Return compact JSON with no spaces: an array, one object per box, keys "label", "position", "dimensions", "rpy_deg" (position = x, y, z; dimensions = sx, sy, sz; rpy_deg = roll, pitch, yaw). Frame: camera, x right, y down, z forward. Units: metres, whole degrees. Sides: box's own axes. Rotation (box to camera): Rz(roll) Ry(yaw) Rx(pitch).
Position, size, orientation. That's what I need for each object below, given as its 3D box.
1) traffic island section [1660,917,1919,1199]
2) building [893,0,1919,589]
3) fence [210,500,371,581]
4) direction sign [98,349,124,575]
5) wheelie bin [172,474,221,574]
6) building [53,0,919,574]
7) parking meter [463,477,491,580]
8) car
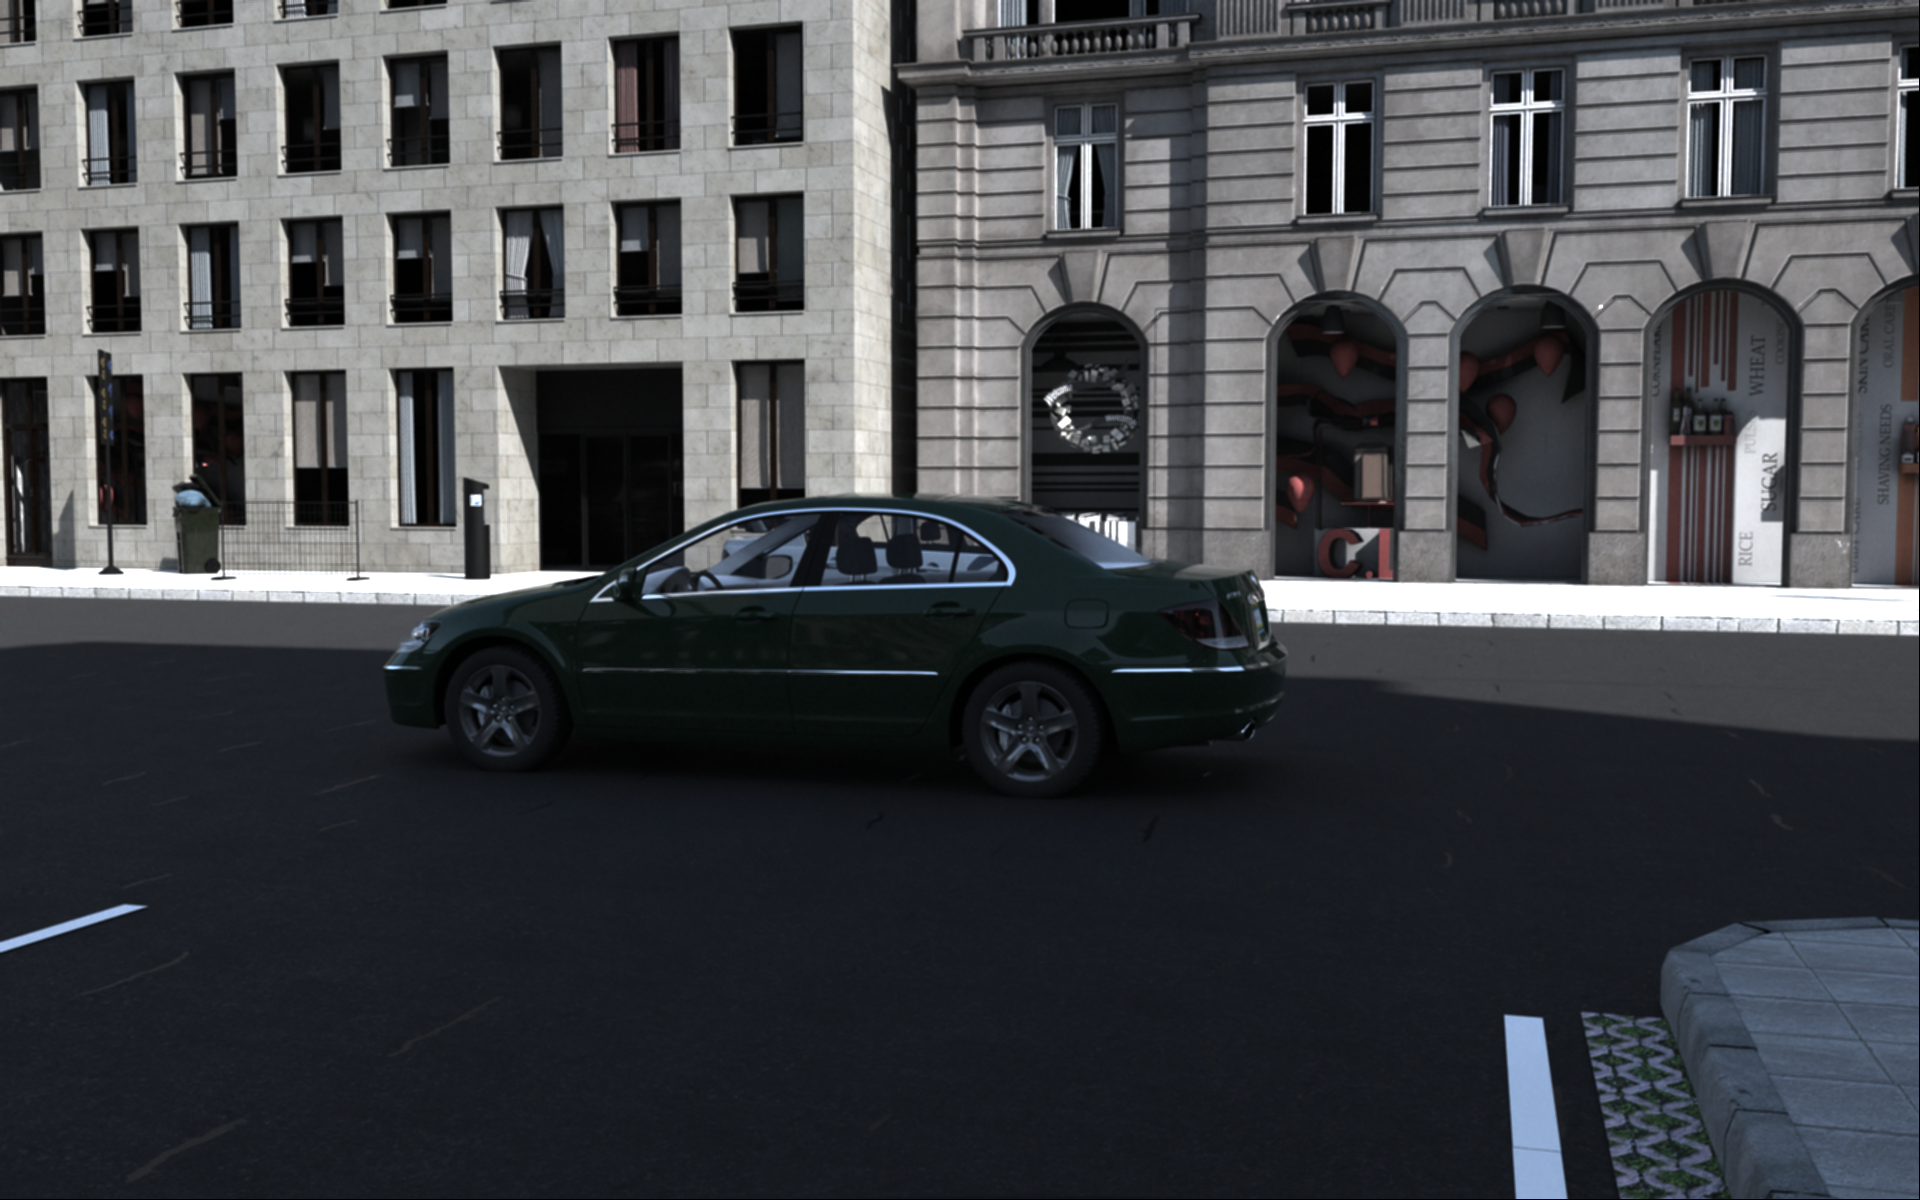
[{"label":"traffic island section","position":[2.682,1.133,3.753],"dimensions":[2.009,0.180,2.903],"rpy_deg":[1,4,16]},{"label":"building","position":[12.053,-11.436,28.785],"dimensions":[24.055,21.916,13.314],"rpy_deg":[1,4,16]},{"label":"fence","position":[-10.015,-0.898,25.886],"dimensions":[2.264,1.192,0.480],"rpy_deg":[0,4,5]},{"label":"direction sign","position":[-13.582,-2.178,27.607],"dimensions":[0.379,3.537,0.876],"rpy_deg":[-1,4,-16]},{"label":"wheelie bin","position":[-12.323,-1.226,27.954],"dimensions":[0.693,1.594,0.980],"rpy_deg":[-2,4,-34]},{"label":"building","position":[-8.148,-10.880,32.645],"dimensions":[16.860,20.320,10.420],"rpy_deg":[1,4,16]},{"label":"parking meter","position":[-7.269,-1.080,26.064],"dimensions":[0.372,1.533,0.369],"rpy_deg":[0,3,0]},{"label":"car","position":[-0.738,0.150,9.339],"dimensions":[4.920,1.459,2.131],"rpy_deg":[1,4,16]}]
